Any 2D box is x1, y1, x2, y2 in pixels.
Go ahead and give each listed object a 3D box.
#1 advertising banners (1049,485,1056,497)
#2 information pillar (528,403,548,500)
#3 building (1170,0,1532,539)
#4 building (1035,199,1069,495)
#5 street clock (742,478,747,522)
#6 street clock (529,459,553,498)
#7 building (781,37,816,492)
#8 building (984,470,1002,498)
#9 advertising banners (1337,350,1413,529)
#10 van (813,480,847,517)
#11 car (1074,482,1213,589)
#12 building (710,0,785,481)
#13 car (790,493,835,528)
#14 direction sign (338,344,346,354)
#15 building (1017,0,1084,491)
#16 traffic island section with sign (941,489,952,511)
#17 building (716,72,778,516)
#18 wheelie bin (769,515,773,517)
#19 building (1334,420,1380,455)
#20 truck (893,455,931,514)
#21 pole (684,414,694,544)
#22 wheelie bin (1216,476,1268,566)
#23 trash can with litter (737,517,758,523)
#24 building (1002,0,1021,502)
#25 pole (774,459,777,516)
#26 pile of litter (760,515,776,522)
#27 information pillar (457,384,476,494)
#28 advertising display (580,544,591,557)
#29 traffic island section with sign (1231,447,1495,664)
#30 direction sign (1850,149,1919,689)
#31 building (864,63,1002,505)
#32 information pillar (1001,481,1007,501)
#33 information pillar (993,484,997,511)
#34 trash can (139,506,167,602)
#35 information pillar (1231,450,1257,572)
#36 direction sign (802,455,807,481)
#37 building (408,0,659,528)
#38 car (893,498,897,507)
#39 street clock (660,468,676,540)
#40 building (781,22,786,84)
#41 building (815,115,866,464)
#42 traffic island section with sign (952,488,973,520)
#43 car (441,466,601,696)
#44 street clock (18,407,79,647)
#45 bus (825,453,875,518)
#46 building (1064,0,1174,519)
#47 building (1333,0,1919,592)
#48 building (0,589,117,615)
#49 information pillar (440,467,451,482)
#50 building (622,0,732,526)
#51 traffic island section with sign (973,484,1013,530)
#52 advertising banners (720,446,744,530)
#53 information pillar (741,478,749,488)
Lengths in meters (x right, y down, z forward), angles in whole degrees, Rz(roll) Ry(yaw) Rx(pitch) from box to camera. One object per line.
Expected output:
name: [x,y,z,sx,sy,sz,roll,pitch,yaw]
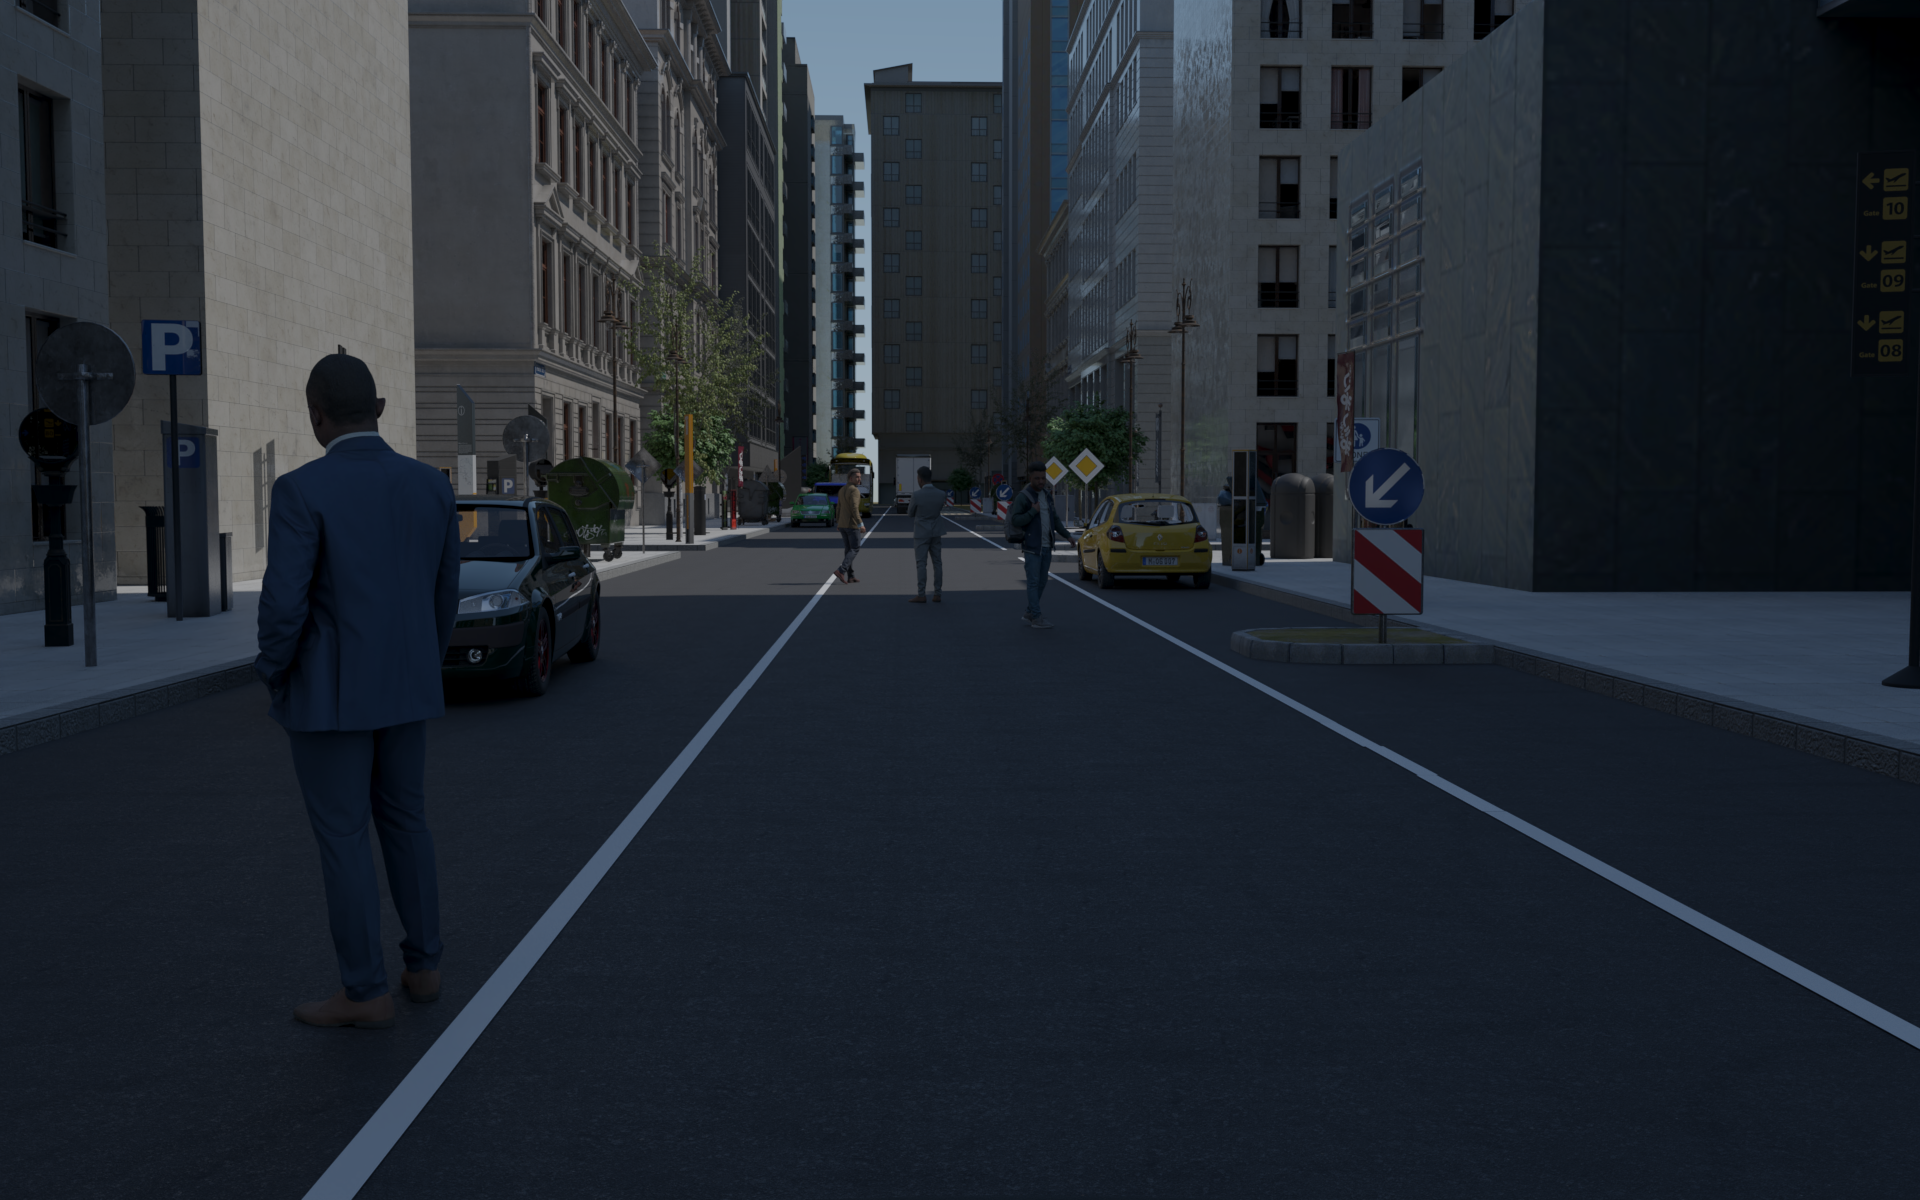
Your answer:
advertising banners: [3.661,-4.519,70.066,0.090,3.025,2.074,1,4,17]
information pillar: [-10.916,-3.268,44.794,0.504,3.616,0.183,0,4,-7]
building: [15.797,-12.181,53.917,16.860,20.320,10.420,0,4,-2]
building: [11.375,-16.761,110.192,11.583,22.565,21.152,0,4,-2]
street clock: [-9.771,-4.535,78.723,0.358,2.002,0.471,-1,4,-9]
street clock: [-8.600,-1.898,35.598,0.358,2.002,0.471,3,5,41]
building: [-26.187,-34.120,181.561,21.600,48.544,21.300,0,4,-2]
building: [13.298,-45.470,181.689,20.563,71.187,20.611,0,4,-2]
advertising banners: [4.899,-1.494,20.620,0.090,3.025,2.074,-1,4,-11]
van: [-6.652,-5.237,90.015,2.240,2.365,5.245,0,4,-1]
car: [2.880,-1.065,27.637,2.015,1.641,3.980,0,4,-3]
building: [-20.388,-27.088,126.490,14.154,41.232,14.086,0,4,-2]
car: [-6.420,-4.087,75.619,1.959,1.807,4.718,0,4,-2]
direction sign: [-9.481,-2.121,26.684,0.379,3.537,0.876,-1,4,-13]
building: [11.883,-29.733,136.249,14.600,45.320,14.200,0,4,-2]
traffic island section with sign: [-0.976,-8.481,147.287,1.989,1.847,2.006,0,4,-2]
building: [-18.974,-19.034,104.717,14.314,27.812,24.014,0,4,-2]
wheelie bin: [-10.982,-5.536,98.419,0.980,1.594,0.693,1,4,9]
building: [47.722,-34.264,183.924,21.600,48.544,21.300,0,4,-2]
truck: [-3.512,-8.532,128.409,2.839,4.237,11.283,0,4,-2]
pole: [-6.955,-3.096,44.462,0.158,3.312,0.155,0,3,0]
wheelie bin: [5.006,-1.410,30.963,0.980,1.594,0.693,-2,4,-25]
trash can with litter: [-9.487,-4.020,77.119,1.055,1.170,0.624,1,4,9]
building: [14.303,-37.621,157.107,21.231,58.520,28.212,0,4,-2]
pole: [-10.837,-6.606,101.846,0.158,3.312,0.155,0,3,0]
pile of litter: [-9.129,-4.111,81.179,1.176,0.858,1.719,1,4,10]
information pillar: [-10.528,-2.789,36.949,0.504,3.616,0.183,2,4,34]
advertising display: [-7.714,-1.850,35.458,0.123,1.923,0.974,-2,4,-26]
traffic island section with sign: [3.508,-0.424,15.558,1.989,1.847,2.006,0,4,-2]
direction sign: [6.364,-1.190,11.453,0.876,3.537,0.379,1,4,16]
building: [1.857,-38.652,221.197,27.495,52.752,28.713,0,4,-2]
information pillar: [2.429,-5.560,95.401,0.304,2.012,0.304,0,4,3]
information pillar: [2.493,-7.100,120.573,0.304,2.012,0.304,2,4,29]
trash can: [-9.447,-0.561,20.821,0.748,1.137,0.748,0,3,0]
information pillar: [4.720,-1.485,28.778,0.304,2.012,0.304,3,4,36]
direction sign: [-9.222,-6.619,100.214,0.876,3.537,0.379,2,4,34]
building: [-17.283,-13.554,57.763,11.583,22.565,21.152,0,4,-2]
car: [-6.434,-11.080,193.164,2.014,1.417,4.499,0,4,-4]
street clock: [-8.108,-2.674,48.296,0.471,2.002,0.358,-1,4,-14]
building: [-26.513,-32.380,149.020,23.786,49.044,30.456,0,4,-2]
building: [-27.143,-36.540,217.043,30.456,49.044,23.786,0,4,-2]
traffic island section with sign: [0.730,-5.412,97.115,1.989,1.847,2.006,0,4,-2]
car: [-3.882,-0.225,13.467,2.009,1.686,4.222,0,4,-4]
street clock: [-7.611,-0.612,14.576,0.471,2.002,0.358,-1,4,-15]
bus: [-6.699,-7.104,107.694,2.896,3.916,12.252,0,4,-2]
building: [12.078,-18.780,84.553,11.434,29.767,29.804,0,4,-2]
building: [18.796,-42.978,15.361,22.319,86.520,31.000,0,4,-2]
building: [-15.096,-9.605,11.786,10.420,20.320,16.860,0,4,-2]
information pillar: [-14.158,-2.643,47.709,0.304,2.012,0.304,-1,4,-15]
building: [-18.535,-17.906,80.153,14.401,28.519,23.554,0,4,-2]
traffic island section with sign: [1.651,-3.764,70.175,1.989,1.847,2.006,0,4,-2]
advertising banners: [-8.158,-4.035,62.165,0.090,3.025,2.074,1,4,17]
information pillar: [-9.892,-4.593,79.581,0.304,2.012,0.304,-1,4,-20]
